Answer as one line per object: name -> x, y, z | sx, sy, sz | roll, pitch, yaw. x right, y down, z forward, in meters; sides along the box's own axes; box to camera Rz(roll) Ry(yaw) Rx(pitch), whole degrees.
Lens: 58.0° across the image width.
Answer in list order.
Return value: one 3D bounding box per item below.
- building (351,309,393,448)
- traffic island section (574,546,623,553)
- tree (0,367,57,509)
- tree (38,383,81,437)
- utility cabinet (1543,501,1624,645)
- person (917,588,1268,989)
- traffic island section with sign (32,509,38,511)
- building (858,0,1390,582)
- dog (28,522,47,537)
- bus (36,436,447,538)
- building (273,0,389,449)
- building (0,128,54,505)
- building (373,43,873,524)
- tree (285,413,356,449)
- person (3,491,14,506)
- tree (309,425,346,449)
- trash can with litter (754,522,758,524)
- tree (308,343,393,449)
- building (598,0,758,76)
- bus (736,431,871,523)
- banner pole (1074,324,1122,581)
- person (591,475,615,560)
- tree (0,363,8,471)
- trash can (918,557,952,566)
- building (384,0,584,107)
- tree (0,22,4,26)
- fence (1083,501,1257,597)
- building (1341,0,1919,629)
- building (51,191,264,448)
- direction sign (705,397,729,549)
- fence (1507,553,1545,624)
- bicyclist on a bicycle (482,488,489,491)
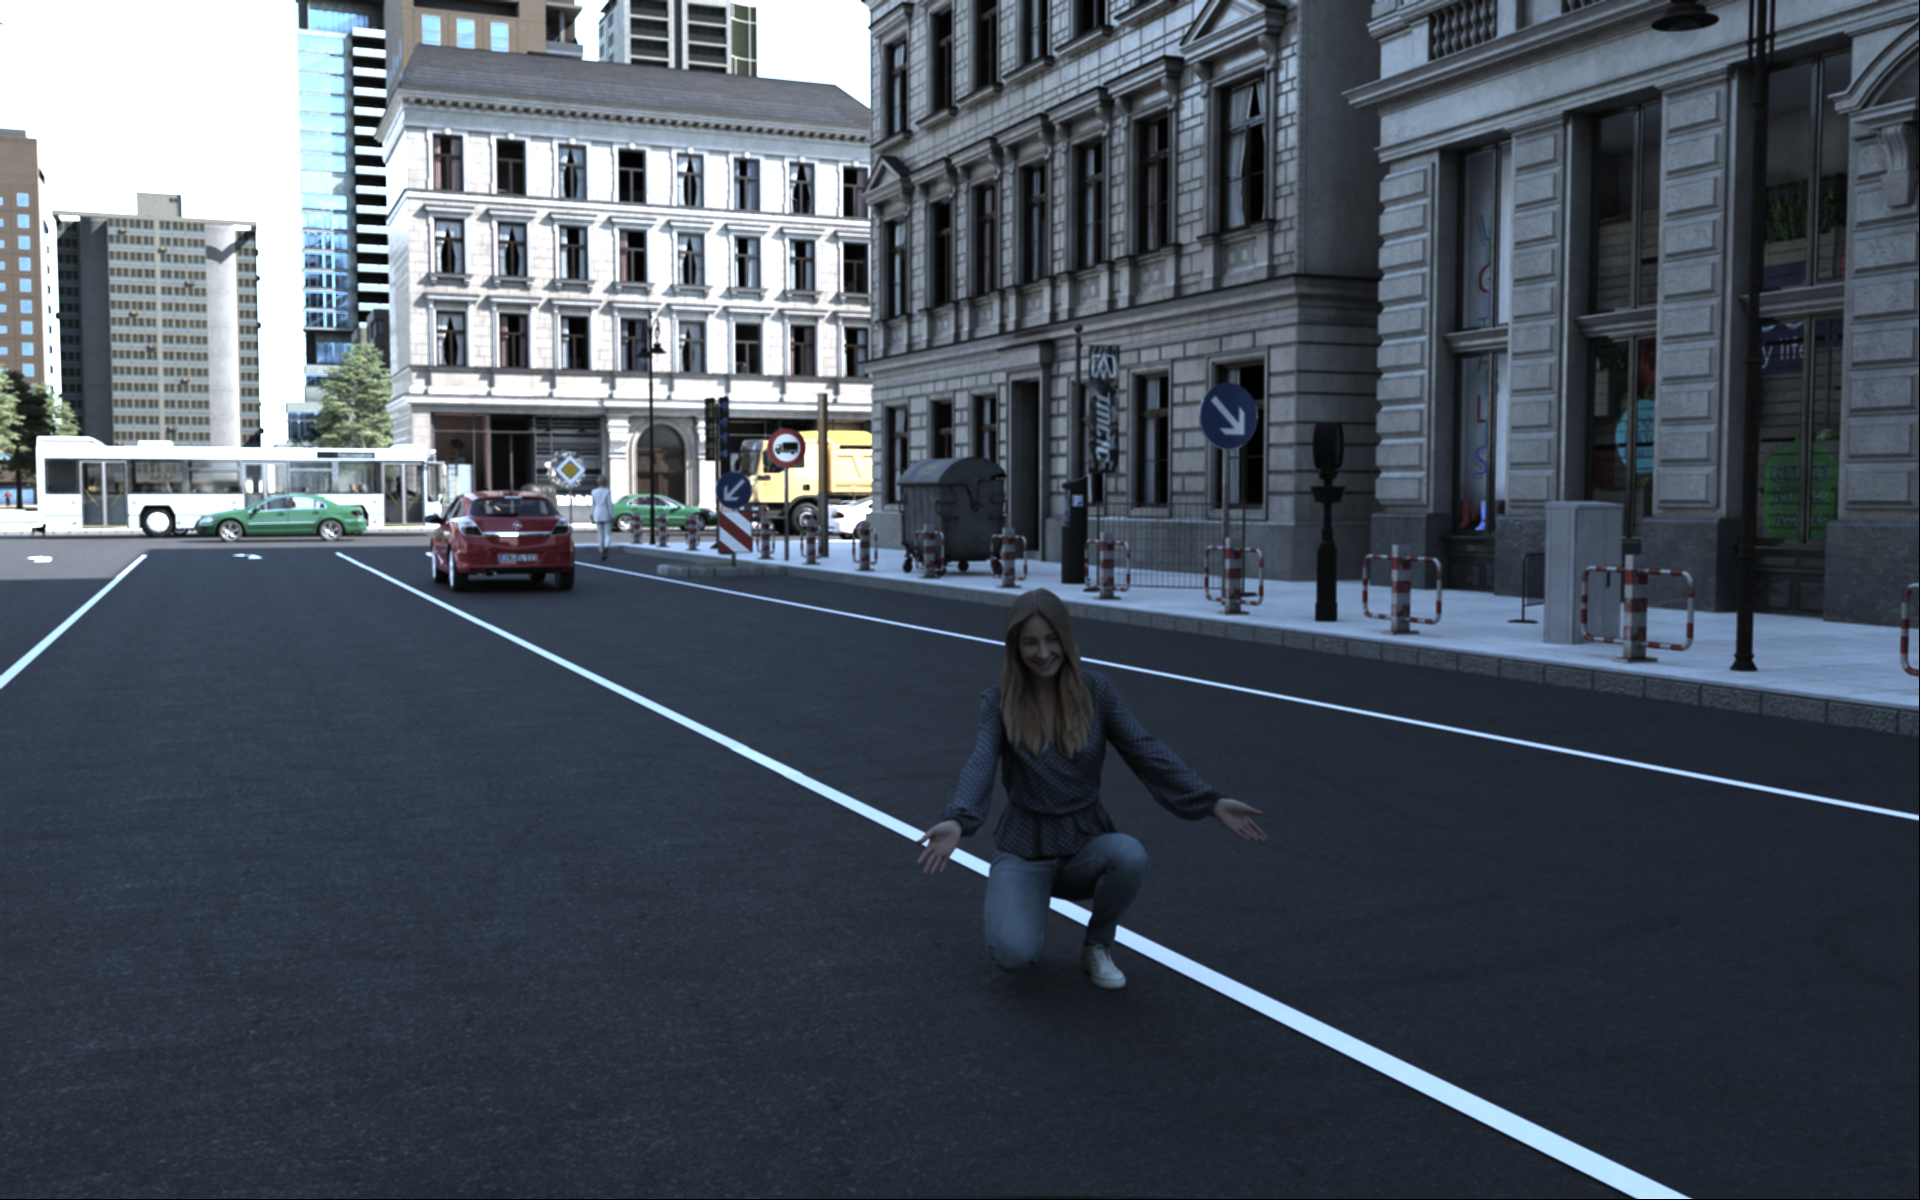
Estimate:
building -> -47.550, -20.506, 180.308 | 27.650, 21.520, 28.899 | -2, 4, -23
traffic island section -> -9.787, -1.309, 43.685 | 2.009, 0.180, 2.903 | -2, 4, -23
tree -> -80.655, -13.829, 148.166 | 6.751, 12.117, 7.091 | 0, 3, 0
tree -> -92.614, -15.739, 175.460 | 7.486, 12.596, 7.792 | 0, 3, 0
utility cabinet -> 5.464, -0.244, 15.153 | 0.306, 1.237, 1.020 | 3, 5, 42
person -> 0.380, 0.546, 5.078 | 1.012, 1.151, 0.738 | 0, 4, -1
traffic island section with sign -> -76.325, -8.320, 144.661 | 1.989, 1.847, 2.006 | -2, 4, -23
building -> 5.605, -10.416, 34.935 | 10.561, 19.102, 19.286 | -2, 4, -23
dog -> -30.825, -2.364, 57.932 | 0.406, 0.507, 0.540 | 0, 4, 6
bus -> -23.680, -3.903, 58.680 | 13.247, 3.499, 2.948 | -1, 4, -22
building -> -76.229, -56.232, 232.066 | 31.000, 86.520, 22.319 | -2, 4, -23
building -> -118.415, -34.224, 209.675 | 14.200, 45.320, 14.600 | -2, 4, -23
building -> -23.194, -13.748, 75.691 | 40.483, 20.767, 10.553 | -2, 4, -23
tree -> -70.576, -15.726, 191.533 | 8.767, 10.594, 7.601 | -2, 4, -26
person -> -110.220, -11.744, 200.459 | 1.348, 1.831, 0.705 | -1, 4, -9
tree -> -63.722, -13.718, 174.647 | 4.360, 8.622, 3.978 | 0, 3, 0
trash can with litter -> -8.334, -3.893, 74.714 | 1.678, 1.210, 2.233 | 1, 4, 23
tree -> -45.030, -12.949, 129.848 | 7.486, 12.596, 7.792 | 0, 3, 0
building -> -39.051, -49.484, 247.317 | 20.611, 71.187, 20.563 | -2, 4, -23
bus -> -2.625, -4.747, 69.161 | 12.252, 3.916, 2.896 | -1, 4, -22
banner pole -> 1.968, -2.178, 25.627 | 0.863, 3.779, 0.401 | -1, 4, -10
person -> -7.707, -1.773, 37.371 | 0.514, 1.842, 0.818 | 0, 4, -5
tree -> -69.899, -12.466, 121.940 | 7.486, 12.596, 7.792 | 0, 3, 0
trash can -> -0.454, -1.188, 31.079 | 0.748, 1.137, 0.748 | 0, 3, 0
building -> -39.595, -30.210, 144.046 | 14.600, 45.320, 14.200 | -2, 4, -23
tree -> -21.748, -10.494, 29.917 | 12.611, 20.169, 13.585 | 0, 3, 0
fence -> 2.691, -0.679, 22.308 | 2.264, 1.192, 0.480 | 2, 4, 34
building -> 13.794, -11.506, 17.006 | 11.050, 23.489, 19.941 | -2, 4, -23
building -> -104.036, -32.668, 226.006 | 23.993, 40.220, 32.217 | -2, 4, -23
direction sign -> -5.703, -2.979, 40.712 | 0.876, 3.537, 0.379 | 3, 5, 45
fence -> 6.252, -0.162, 18.017 | 0.278, 0.683, 2.069 | 3, 5, 40
bicyclist on a bicycle -> -15.173, -2.790, 55.631 | 1.625, 1.676, 1.499 | -2, 4, -24
